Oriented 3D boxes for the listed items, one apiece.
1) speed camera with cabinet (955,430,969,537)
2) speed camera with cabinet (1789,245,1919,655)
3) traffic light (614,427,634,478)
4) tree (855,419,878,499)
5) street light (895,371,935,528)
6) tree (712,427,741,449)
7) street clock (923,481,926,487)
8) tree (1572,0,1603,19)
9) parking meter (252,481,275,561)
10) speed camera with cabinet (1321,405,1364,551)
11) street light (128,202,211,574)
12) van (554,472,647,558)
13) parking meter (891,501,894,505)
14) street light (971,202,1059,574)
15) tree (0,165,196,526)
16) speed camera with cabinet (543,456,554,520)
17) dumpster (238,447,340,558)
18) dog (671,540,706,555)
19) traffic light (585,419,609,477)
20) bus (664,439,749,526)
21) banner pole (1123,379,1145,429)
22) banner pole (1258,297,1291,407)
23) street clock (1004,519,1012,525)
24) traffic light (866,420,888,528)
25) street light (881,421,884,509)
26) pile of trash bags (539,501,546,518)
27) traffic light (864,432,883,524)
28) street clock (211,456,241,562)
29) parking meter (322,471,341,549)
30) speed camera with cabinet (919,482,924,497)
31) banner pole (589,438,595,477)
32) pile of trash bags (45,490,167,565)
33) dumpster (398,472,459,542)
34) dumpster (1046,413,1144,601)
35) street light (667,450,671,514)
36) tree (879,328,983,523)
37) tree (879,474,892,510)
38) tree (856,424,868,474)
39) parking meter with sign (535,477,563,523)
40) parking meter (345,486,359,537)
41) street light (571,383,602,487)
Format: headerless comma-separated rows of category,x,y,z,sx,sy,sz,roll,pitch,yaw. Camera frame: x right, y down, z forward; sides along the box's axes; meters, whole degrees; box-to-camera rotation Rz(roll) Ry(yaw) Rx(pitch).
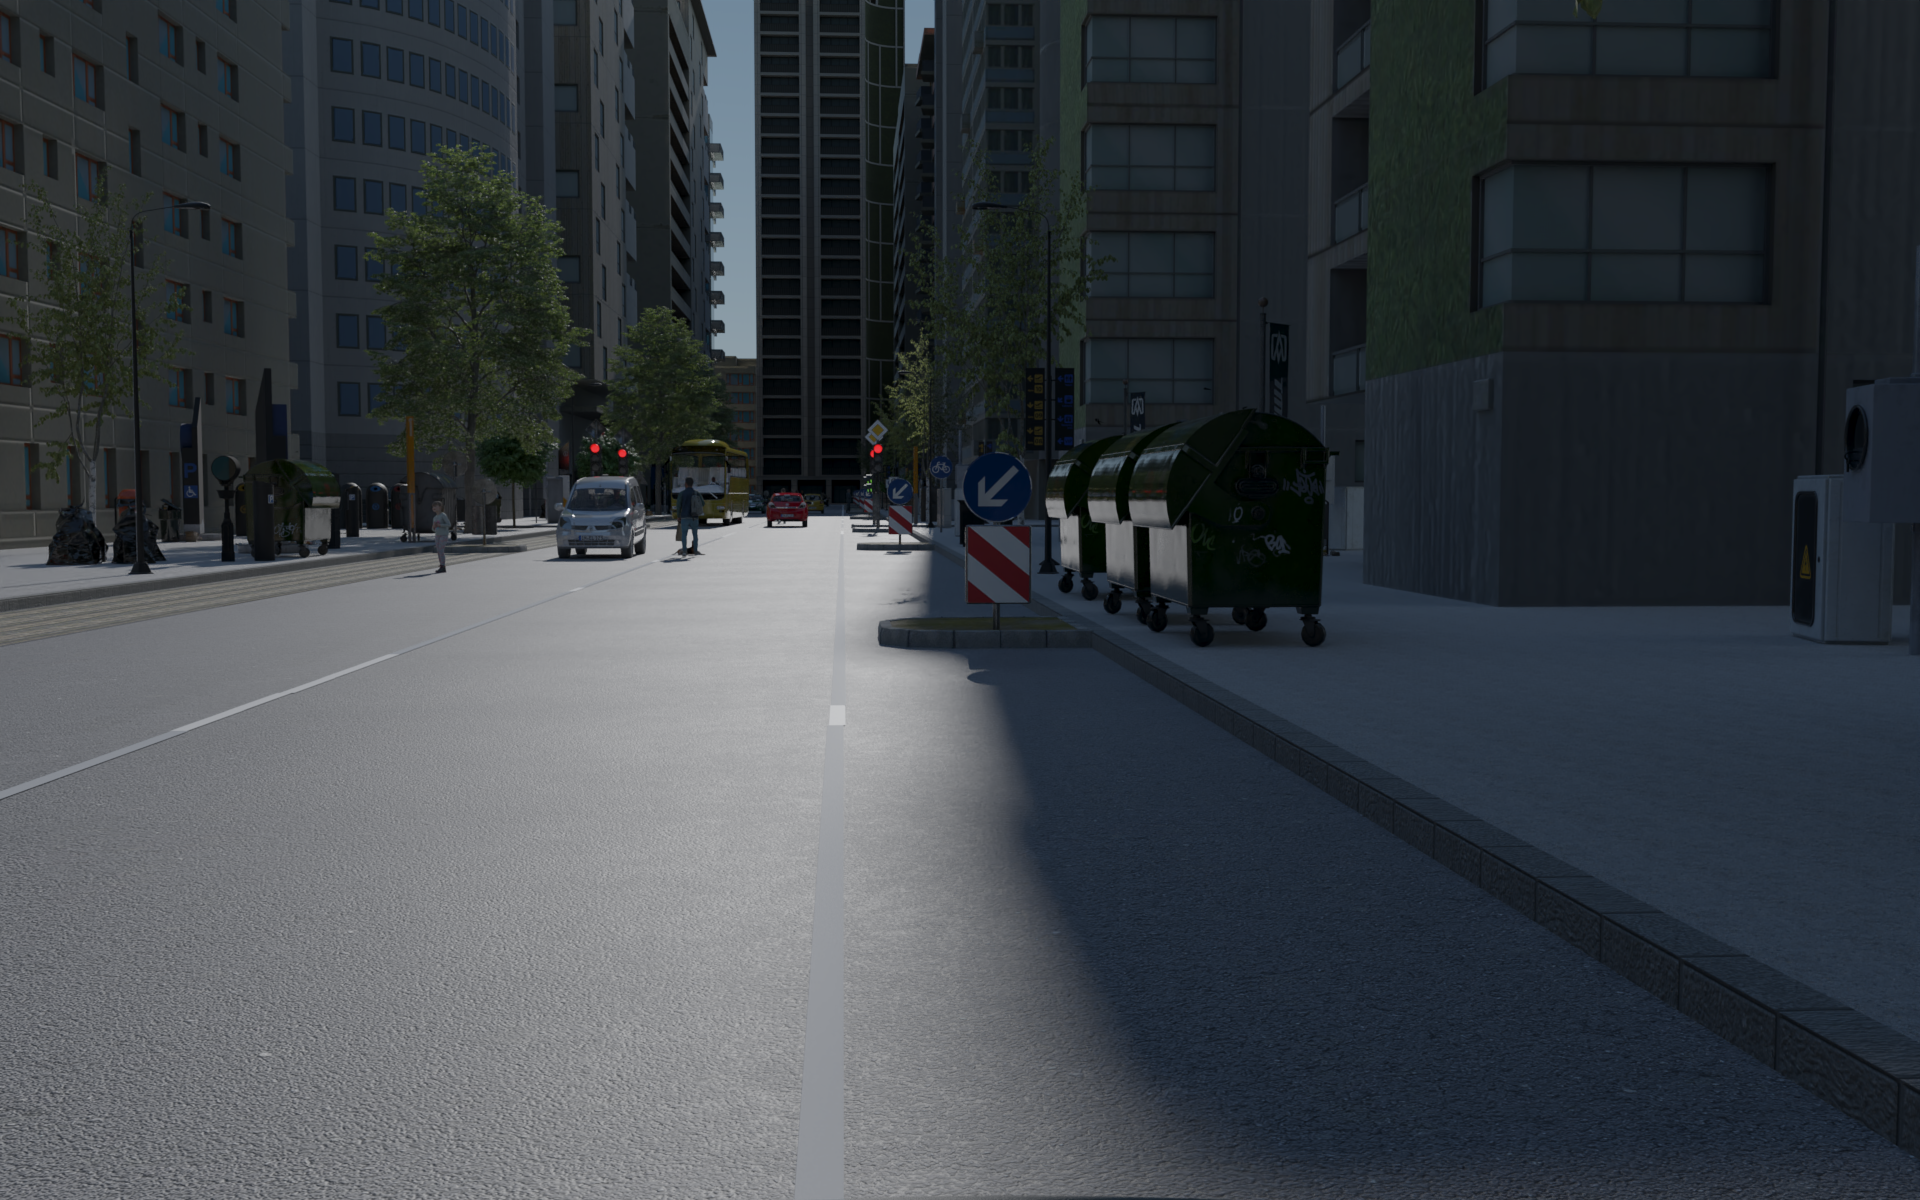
speed camera with cabinet,0.166,-3.591,53.055,0.660,3.252,2.038,0,4,2
speed camera with cabinet,7.606,-1.238,14.576,0.660,3.252,2.038,1,4,10
traffic light,-14.089,-5.119,72.619,0.839,4.253,0.868,0,4,-4
tree,-7.406,-12.948,162.065,4.360,8.622,3.978,0,3,0
street light,-1.650,-5.683,65.453,1.470,5.913,1.316,0,4,-4
tree,-22.066,-12.703,158.057,4.737,8.622,4.395,0,3,0
street clock,-1.755,-5.505,94.579,0.471,2.002,0.358,0,4,-5
tree,3.173,-3.363,5.350,4.737,8.622,4.395,0,3,0
parking meter,-13.361,-1.519,33.240,0.372,1.533,0.369,0,3,0
speed camera with cabinet,8.512,-2.751,39.317,2.038,3.252,0.660,-3,5,-40
street light,-12.610,-3.371,27.658,1.470,5.913,1.316,0,4,-4
van,-8.250,-2.018,40.005,2.013,2.044,4.112,0,4,-4
parking meter,-4.260,-6.565,113.054,0.399,1.863,0.255,-1,4,-21
street light,0.880,-3.375,27.717,1.470,5.913,1.316,0,4,-4
tree,-19.805,-5.455,39.548,4.737,8.622,4.395,0,3,0
speed camera with cabinet,-20.027,-5.598,85.863,0.660,3.252,2.038,-2,4,-35
dumpster,-13.720,-2.016,35.452,1.502,2.255,1.985,0,4,-4
dog,-6.384,-1.254,40.695,0.748,0.427,0.550,3,5,42
traffic light,-13.553,-4.632,64.652,0.839,4.253,0.868,0,4,-4
bus,-11.699,-5.505,81.549,2.896,3.916,12.252,0,4,-2
banner pole,3.735,-2.908,37.561,0.401,3.779,0.863,-3,4,-37
banner pole,4.010,-1.975,22.303,0.401,3.779,0.863,3,5,42
street clock,1.081,-2.089,38.720,0.358,2.002,0.471,0,4,3
traffic light,-3.116,-4.676,65.368,0.839,4.253,0.868,0,4,-4
street light,-4.609,-8.410,110.038,1.470,5.913,1.316,0,4,-4
pile of trash bags,-21.525,-5.044,92.229,1.912,1.369,3.447,0,4,0
traffic light,-3.652,-5.163,73.335,0.839,4.253,0.868,0,4,-4
street clock,-13.887,-1.727,32.808,0.471,2.002,0.358,0,4,-2
parking meter,-14.709,-2.128,40.496,0.399,1.863,0.255,1,4,9
speed camera with cabinet,-3.092,-7.743,120.926,0.660,3.252,2.038,1,4,17
banner pole,-16.437,-5.350,77.484,0.401,3.779,0.863,-2,4,-25
pile of trash bags,-16.079,-1.416,32.907,1.912,1.369,3.447,-1,4,-15
dumpster,-14.347,-2.505,46.722,1.264,1.857,1.865,0,4,-4
dumpster,1.920,-1.167,21.579,1.502,2.255,1.985,0,4,-4
street light,-18.115,-8.462,110.894,1.470,5.913,1.316,0,4,-4
tree,-1.219,-7.786,77.662,4.360,8.622,3.978,0,3,0
tree,-5.328,-9.072,142.925,1.663,3.219,1.824,0,3,0
tree,-2.274,-8.555,90.239,4.737,8.622,4.395,0,3,0
parking meter with sign,-17.797,-4.885,76.136,1.738,3.016,0.543,-1,4,-20
parking meter,-18.137,-2.646,51.678,0.372,1.533,0.369,0,3,0
street light,-15.671,-6.118,72.577,1.470,5.913,1.316,0,4,-4
